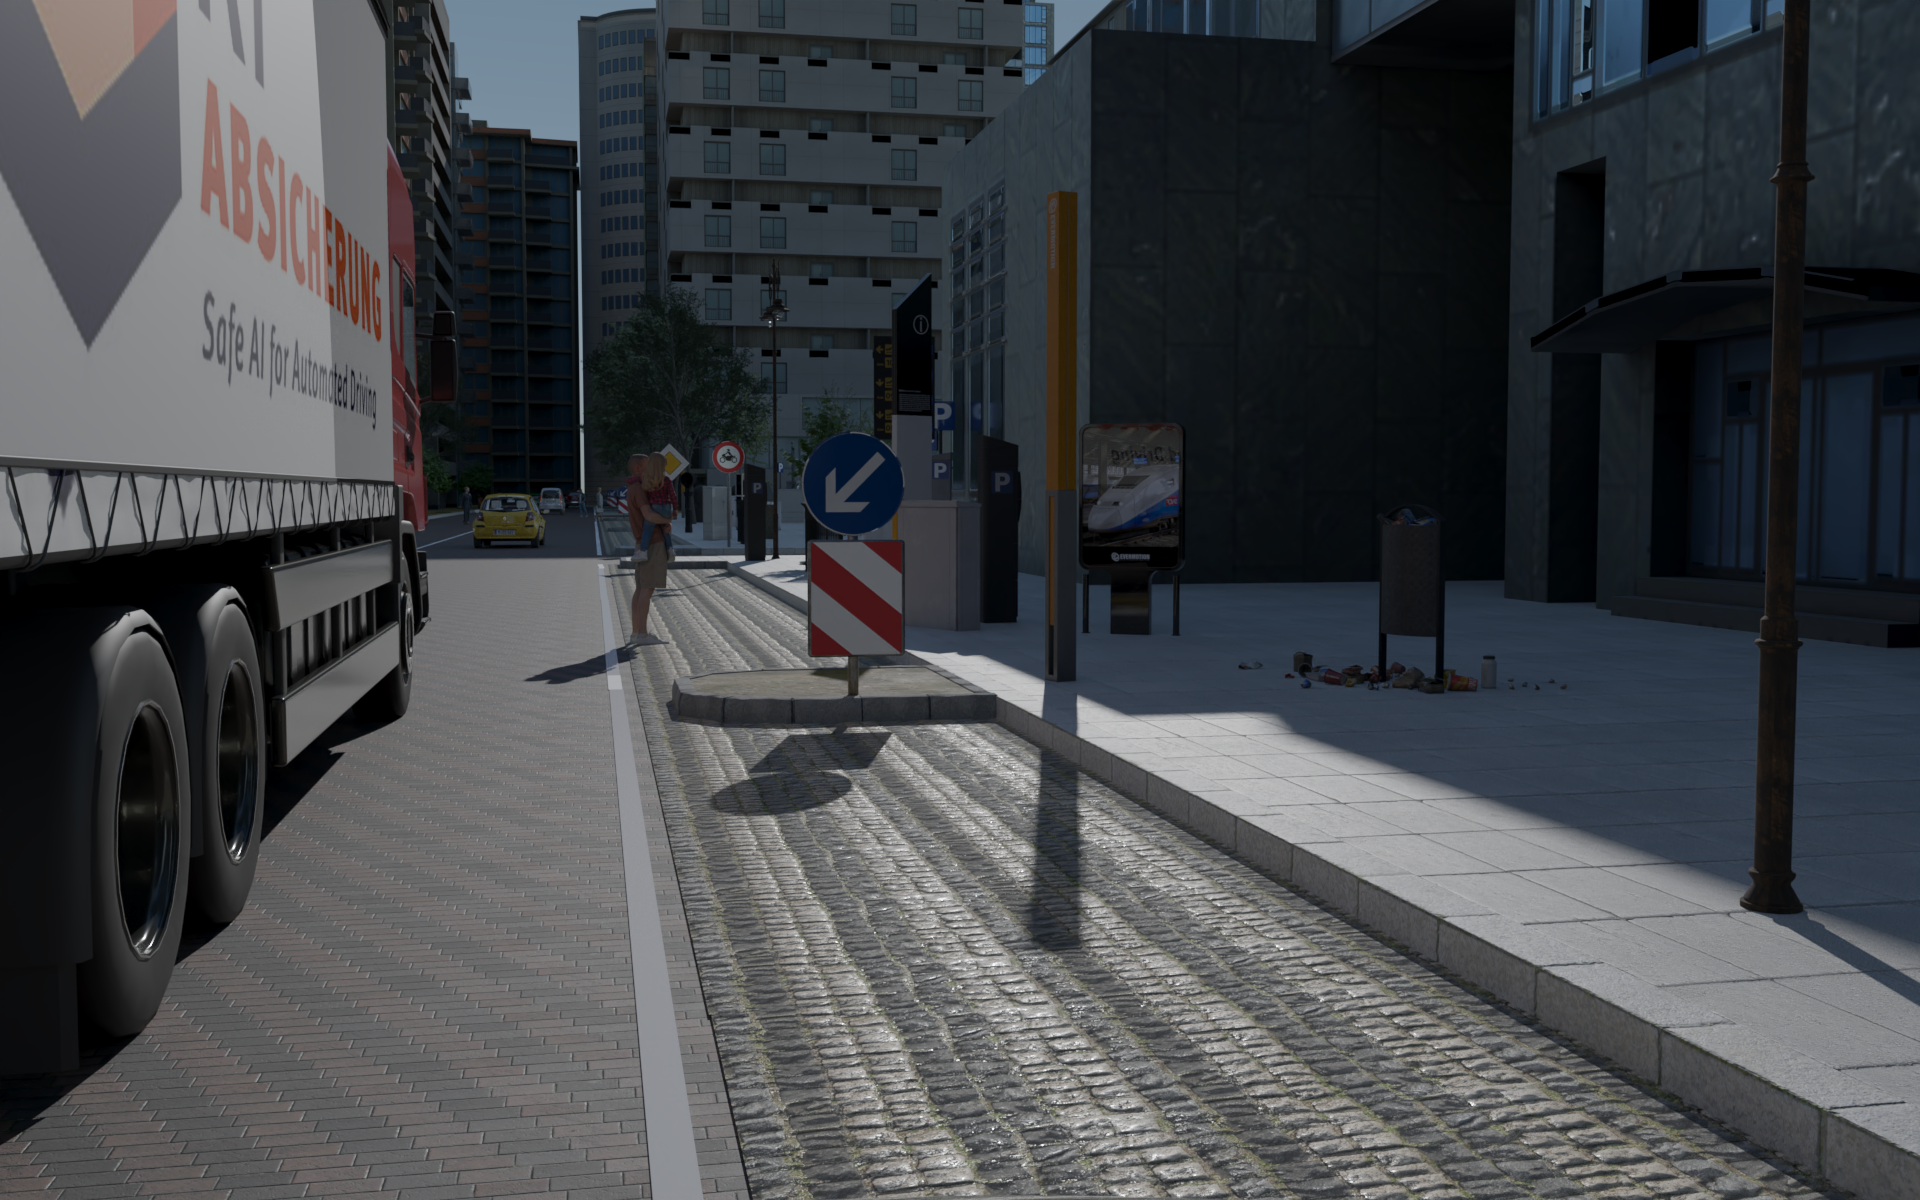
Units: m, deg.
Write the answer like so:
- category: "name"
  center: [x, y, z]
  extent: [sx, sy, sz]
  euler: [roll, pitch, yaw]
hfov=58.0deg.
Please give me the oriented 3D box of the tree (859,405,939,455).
- category: "tree"
  center: [-3.007, -9.268, 101.889]
  extent: [4.360, 8.622, 3.978]
  euler: [0, 3, 0]

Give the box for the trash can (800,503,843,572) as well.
- category: "trash can"
  center: [-2.142, -0.957, 27.306]
  extent: [0.748, 1.137, 0.748]
  euler: [0, 3, 0]

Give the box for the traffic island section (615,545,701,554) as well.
- category: "traffic island section"
  center: [-7.354, -1.208, 42.040]
  extent: [2.009, 0.180, 2.903]
  euler: [-1, 4, -12]

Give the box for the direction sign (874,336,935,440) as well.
- category: "direction sign"
  center: [-0.799, -2.014, 24.921]
  extent: [0.876, 3.537, 0.379]
  euler: [0, 4, -5]

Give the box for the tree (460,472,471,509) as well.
- category: "tree"
  center: [-43.795, -9.666, 152.636]
  extent: [1.663, 3.219, 1.824]
  euler: [0, 3, 0]

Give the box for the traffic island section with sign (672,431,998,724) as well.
- category: "traffic island section with sign"
  center: [-0.931, -0.189, 11.719]
  extent: [1.989, 1.847, 2.006]
  euler: [-1, 4, -12]

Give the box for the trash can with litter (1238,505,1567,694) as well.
- category: "trash can with litter"
  center: [2.890, -0.054, 11.948]
  extent: [1.678, 1.210, 2.233]
  euler: [-2, 4, -33]

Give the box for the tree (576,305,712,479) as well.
- category: "tree"
  center: [-20.641, -12.663, 113.690]
  extent: [9.857, 13.997, 8.962]
  euler: [0, 3, 0]

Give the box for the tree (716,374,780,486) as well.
- category: "tree"
  center: [-12.352, -9.088, 98.953]
  extent: [4.737, 8.622, 4.395]
  euler: [0, 3, 0]

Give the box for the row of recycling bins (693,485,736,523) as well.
- category: "row of recycling bins"
  center: [-10.559, -4.389, 78.871]
  extent: [3.534, 1.692, 1.069]
  euler: [-2, 4, -35]

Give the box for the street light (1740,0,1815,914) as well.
- category: "street light"
  center: [2.517, -1.982, 5.194]
  extent: [0.468, 5.910, 1.993]
  euler: [-1, 4, -12]

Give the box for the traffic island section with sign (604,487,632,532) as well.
- category: "traffic island section with sign"
  center: [-12.453, -3.516, 66.107]
  extent: [1.989, 1.847, 2.006]
  euler: [-1, 4, -12]

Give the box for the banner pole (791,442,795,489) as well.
- category: "banner pole"
  center: [-7.952, -5.659, 82.549]
  extent: [0.401, 3.779, 0.863]
  euler: [-1, 4, -15]

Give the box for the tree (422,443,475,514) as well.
- category: "tree"
  center: [-34.494, -7.805, 111.321]
  extent: [4.285, 4.588, 4.351]
  euler: [0, 3, 0]

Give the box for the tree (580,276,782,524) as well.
- category: "tree"
  center: [-11.567, -8.530, 73.883]
  extent: [8.767, 10.594, 7.601]
  euler: [-2, 4, -35]

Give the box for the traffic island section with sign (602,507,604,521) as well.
- category: "traffic island section with sign"
  center: [-18.061, -5.128, 92.475]
  extent: [1.989, 1.847, 2.006]
  euler: [-1, 4, -12]

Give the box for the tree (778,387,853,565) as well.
- category: "tree"
  center: [-2.529, -2.254, 31.450]
  extent: [1.663, 3.219, 1.824]
  euler: [0, 3, 0]

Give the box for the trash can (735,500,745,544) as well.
- category: "trash can"
  center: [-5.403, -2.002, 44.386]
  extent: [0.748, 1.137, 0.748]
  euler: [0, 3, 0]

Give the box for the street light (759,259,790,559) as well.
- category: "street light"
  center: [-3.653, -3.755, 34.175]
  extent: [0.468, 5.910, 1.993]
  euler: [-1, 4, -12]

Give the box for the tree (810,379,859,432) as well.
- category: "tree"
  center: [-7.796, -9.875, 111.823]
  extent: [4.360, 8.622, 3.978]
  euler: [0, 3, 0]

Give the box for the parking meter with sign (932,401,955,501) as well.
- category: "parking meter with sign"
  center: [-0.379, -2.172, 31.774]
  extent: [0.543, 3.016, 1.738]
  euler: [0, 4, 1]

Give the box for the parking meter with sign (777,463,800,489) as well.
- category: "parking meter with sign"
  center: [-9.245, -6.098, 95.970]
  extent: [1.738, 3.016, 0.543]
  euler: [2, 4, 25]

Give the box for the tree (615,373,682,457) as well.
- category: "tree"
  center: [-17.983, -9.296, 102.359]
  extent: [4.360, 8.622, 3.978]
  euler: [0, 3, 0]

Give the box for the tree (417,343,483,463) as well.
- category: "tree"
  center: [-32.178, -10.352, 103.669]
  extent: [7.601, 10.594, 8.767]
  euler: [-1, 4, -23]

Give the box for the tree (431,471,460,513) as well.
- category: "tree"
  center: [-35.886, -7.667, 119.962]
  extent: [1.663, 3.219, 1.824]
  euler: [0, 3, 0]

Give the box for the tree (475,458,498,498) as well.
- category: "tree"
  center: [-43.716, -10.629, 157.494]
  extent: [4.285, 4.588, 4.351]
  euler: [0, 3, 0]

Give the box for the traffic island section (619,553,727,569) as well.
- category: "traffic island section"
  center: [-5.696, -0.731, 34.228]
  extent: [2.009, 0.180, 2.903]
  euler: [-1, 4, -12]

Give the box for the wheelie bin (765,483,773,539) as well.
- category: "wheelie bin"
  center: [-5.688, -2.529, 49.263]
  extent: [0.980, 1.594, 0.693]
  euler: [-3, 5, -43]

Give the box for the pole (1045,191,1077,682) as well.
- category: "pole"
  center: [0.691, -1.099, 11.813]
  extent: [0.158, 3.312, 0.155]
  euler: [0, 3, 0]

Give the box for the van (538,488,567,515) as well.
- category: "van"
  center: [-28.535, -6.982, 121.161]
  extent: [2.013, 2.044, 4.112]
  euler: [-1, 4, -11]

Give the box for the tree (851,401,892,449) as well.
- category: "tree"
  center: [-4.546, -9.595, 107.233]
  extent: [4.737, 8.622, 4.395]
  euler: [0, 3, 0]

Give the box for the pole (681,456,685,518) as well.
- category: "pole"
  center: [-14.794, -6.033, 92.481]
  extent: [0.158, 3.312, 0.155]
  euler: [0, 3, 0]

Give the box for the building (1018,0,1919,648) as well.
- category: "building"
  center: [13.768, -43.211, 19.171]
  extent: [22.319, 86.520, 31.000]
  euler: [-1, 4, -12]
